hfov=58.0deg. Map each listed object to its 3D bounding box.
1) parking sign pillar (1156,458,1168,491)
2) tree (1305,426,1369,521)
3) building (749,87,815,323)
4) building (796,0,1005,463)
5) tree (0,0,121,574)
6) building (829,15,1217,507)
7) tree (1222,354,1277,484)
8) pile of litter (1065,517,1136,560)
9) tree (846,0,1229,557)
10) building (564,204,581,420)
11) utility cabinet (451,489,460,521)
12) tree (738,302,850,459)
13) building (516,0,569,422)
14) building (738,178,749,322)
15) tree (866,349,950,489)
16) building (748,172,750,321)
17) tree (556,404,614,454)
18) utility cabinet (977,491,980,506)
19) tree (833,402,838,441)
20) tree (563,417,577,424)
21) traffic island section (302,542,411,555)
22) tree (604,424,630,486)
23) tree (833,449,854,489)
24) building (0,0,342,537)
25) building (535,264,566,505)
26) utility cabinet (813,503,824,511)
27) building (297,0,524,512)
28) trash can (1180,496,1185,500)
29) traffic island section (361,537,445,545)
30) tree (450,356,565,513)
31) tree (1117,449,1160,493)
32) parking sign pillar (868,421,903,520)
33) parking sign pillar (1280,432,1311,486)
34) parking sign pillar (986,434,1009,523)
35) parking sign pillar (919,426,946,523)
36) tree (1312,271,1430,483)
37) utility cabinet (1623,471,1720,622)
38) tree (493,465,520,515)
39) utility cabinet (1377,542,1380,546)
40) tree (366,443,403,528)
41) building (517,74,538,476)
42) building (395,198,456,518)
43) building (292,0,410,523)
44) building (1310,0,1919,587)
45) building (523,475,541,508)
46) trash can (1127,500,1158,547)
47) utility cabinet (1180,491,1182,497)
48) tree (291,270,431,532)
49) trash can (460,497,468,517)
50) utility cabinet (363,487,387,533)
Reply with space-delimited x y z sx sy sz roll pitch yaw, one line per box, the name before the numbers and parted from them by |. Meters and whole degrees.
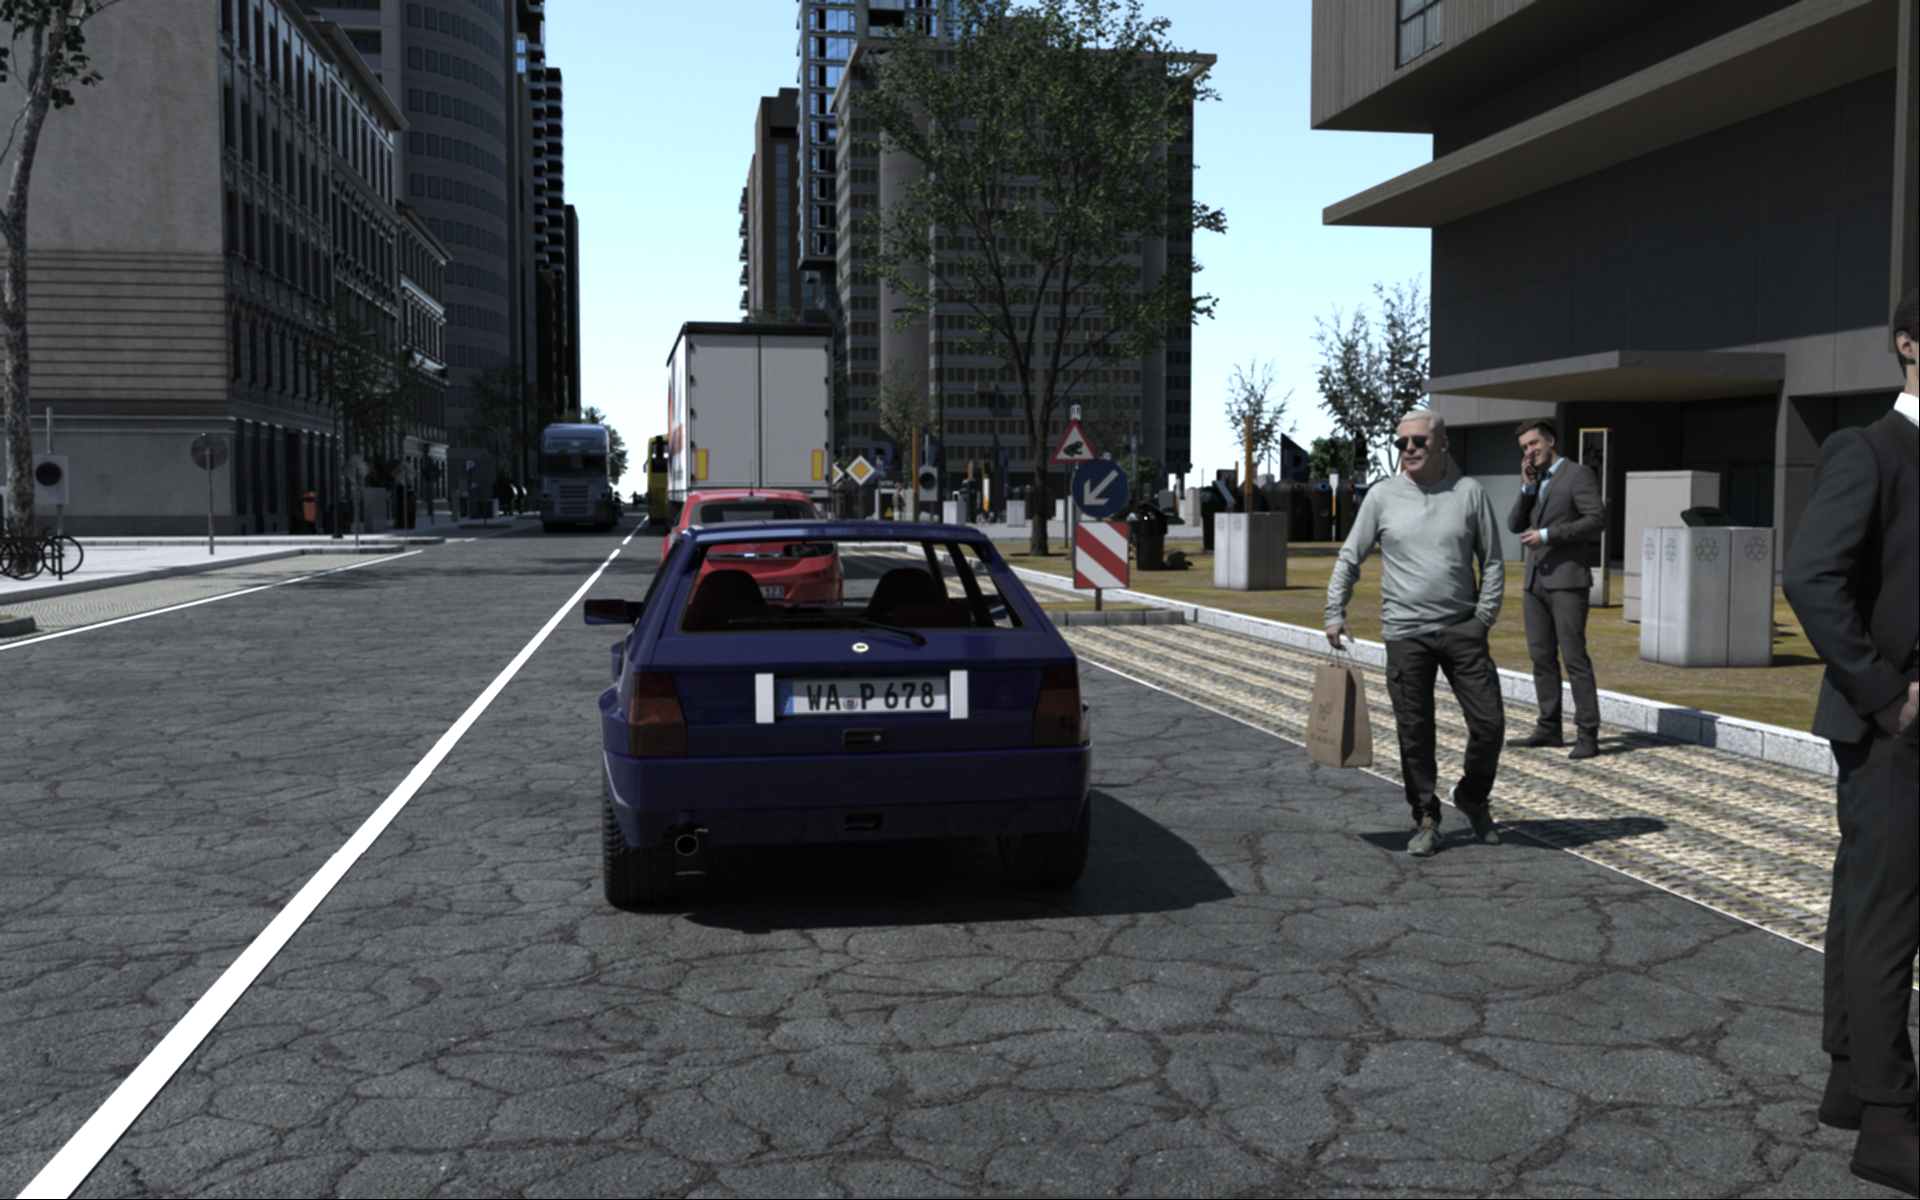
parking sign pillar | 15.224 -8.678 130.357 1.447 3.967 1.447 2 4 32
tree | 18.140 -6.139 84.094 4.285 4.588 4.351 0 3 0
building | -15.396 -33.182 192.640 14.600 45.320 14.200 -1 4 -10
building | -7.237 -52.425 169.826 22.319 86.520 31.000 -1 4 -10
tree | -16.542 -10.527 28.007 12.611 20.169 13.585 0 3 0
building | 2.499 -27.716 145.044 32.217 40.220 23.993 -1 4 -10
tree | 15.687 -8.653 91.836 4.360 8.622 3.978 0 3 0
pile of litter | 2.920 -1.223 33.959 1.719 0.858 1.176 0 4 3
tree | 1.569 -6.702 35.341 9.928 11.665 9.643 0 3 0
building | -64.138 -37.234 258.884 14.600 45.320 14.200 -1 4 -10
utility cabinet | -23.435 -4.392 80.493 0.318 1.500 1.173 -1 4 -11
tree | -11.455 -12.710 114.463 9.857 13.997 8.962 0 3 0
building | -63.695 -56.401 234.826 22.319 86.520 31.000 -1 4 -10
building | -19.917 -38.329 246.287 23.786 49.044 30.456 -1 4 -10
tree | -2.736 -8.480 89.013 4.737 8.622 4.395 0 3 0
building | -19.936 -35.066 223.441 14.600 45.320 14.200 -1 4 -10
tree | -43.337 -16.677 198.424 9.928 11.665 9.643 0 3 0
utility cabinet | 1.055 -7.351 128.866 0.318 1.500 1.173 -2 4 -34
tree | -9.649 -9.448 104.843 4.360 8.622 3.978 0 3 0
tree | -37.815 -13.271 167.335 4.360 8.622 3.978 0 3 0
traffic island section | -14.682 -1.213 42.121 2.009 0.180 2.903 -1 4 -10
tree | -56.606 -22.039 278.462 7.486 12.596 7.792 0 3 0
tree | -4.840 -4.652 70.668 1.663 3.219 1.824 0 3 0
building | -28.077 -12.878 59.710 9.793 20.994 18.267 -1 4 -10
building | -56.370 -27.058 214.098 14.160 30.474 14.107 -1 4 -10
utility cabinet | -6.888 -4.317 81.744 1.020 1.237 0.306 2 4 29
building | -46.310 -36.255 134.772 21.231 58.520 28.212 -1 4 -10
trash can | 13.416 -5.648 104.000 0.748 1.137 0.748 0 3 0
traffic island section | -16.010 -1.695 49.995 2.009 0.180 2.903 -1 4 -10
tree | -30.210 -11.111 116.085 8.767 10.594 7.601 1 4 14
tree | 12.764 -8.641 124.997 4.285 4.588 4.351 0 3 0
parking sign pillar | -2.765 -4.613 63.889 1.447 3.967 1.447 2 4 33
parking sign pillar | 14.706 -5.349 75.922 1.447 3.967 1.447 -1 4 -19
parking sign pillar | 1.859 -5.498 78.357 1.447 3.967 1.447 1 4 15
parking sign pillar | -1.121 -4.887 68.369 1.447 3.967 1.447 -3 5 -40
tree | 14.414 -6.576 57.887 4.360 8.622 3.978 0 3 0
utility cabinet | 6.922 -0.501 16.865 0.318 1.500 1.173 -1 4 -8
tree | -27.693 -6.736 104.742 1.663 3.219 1.824 0 3 0
utility cabinet | 10.718 -1.919 42.546 0.306 1.237 1.020 -2 4 -33
tree | -21.886 -4.339 65.551 1.663 3.219 1.824 0 3 0
building | -51.859 -32.443 180.556 14.600 45.320 14.200 -1 4 -10
building | -35.444 -14.356 99.342 10.561 19.102 19.286 -1 4 -10
building | -31.975 -15.266 78.483 11.050 23.489 19.941 -1 4 -10
building | 22.443 -26.557 23.441 28.713 52.752 27.495 -1 4 -10
building | -56.220 -28.671 160.650 32.217 40.220 23.993 -1 4 -10
trash can | 4.454 -1.875 42.315 0.748 1.137 0.748 0 3 0
utility cabinet | 15.333 -6.946 122.253 0.318 1.500 1.173 2 4 28
tree | -19.960 -6.579 57.927 4.737 8.622 4.395 0 3 0
trash can | -27.476 -5.130 95.530 0.748 1.137 0.748 0 3 0
utility cabinet | -19.339 -2.976 57.333 0.318 1.500 1.173 0 4 4
